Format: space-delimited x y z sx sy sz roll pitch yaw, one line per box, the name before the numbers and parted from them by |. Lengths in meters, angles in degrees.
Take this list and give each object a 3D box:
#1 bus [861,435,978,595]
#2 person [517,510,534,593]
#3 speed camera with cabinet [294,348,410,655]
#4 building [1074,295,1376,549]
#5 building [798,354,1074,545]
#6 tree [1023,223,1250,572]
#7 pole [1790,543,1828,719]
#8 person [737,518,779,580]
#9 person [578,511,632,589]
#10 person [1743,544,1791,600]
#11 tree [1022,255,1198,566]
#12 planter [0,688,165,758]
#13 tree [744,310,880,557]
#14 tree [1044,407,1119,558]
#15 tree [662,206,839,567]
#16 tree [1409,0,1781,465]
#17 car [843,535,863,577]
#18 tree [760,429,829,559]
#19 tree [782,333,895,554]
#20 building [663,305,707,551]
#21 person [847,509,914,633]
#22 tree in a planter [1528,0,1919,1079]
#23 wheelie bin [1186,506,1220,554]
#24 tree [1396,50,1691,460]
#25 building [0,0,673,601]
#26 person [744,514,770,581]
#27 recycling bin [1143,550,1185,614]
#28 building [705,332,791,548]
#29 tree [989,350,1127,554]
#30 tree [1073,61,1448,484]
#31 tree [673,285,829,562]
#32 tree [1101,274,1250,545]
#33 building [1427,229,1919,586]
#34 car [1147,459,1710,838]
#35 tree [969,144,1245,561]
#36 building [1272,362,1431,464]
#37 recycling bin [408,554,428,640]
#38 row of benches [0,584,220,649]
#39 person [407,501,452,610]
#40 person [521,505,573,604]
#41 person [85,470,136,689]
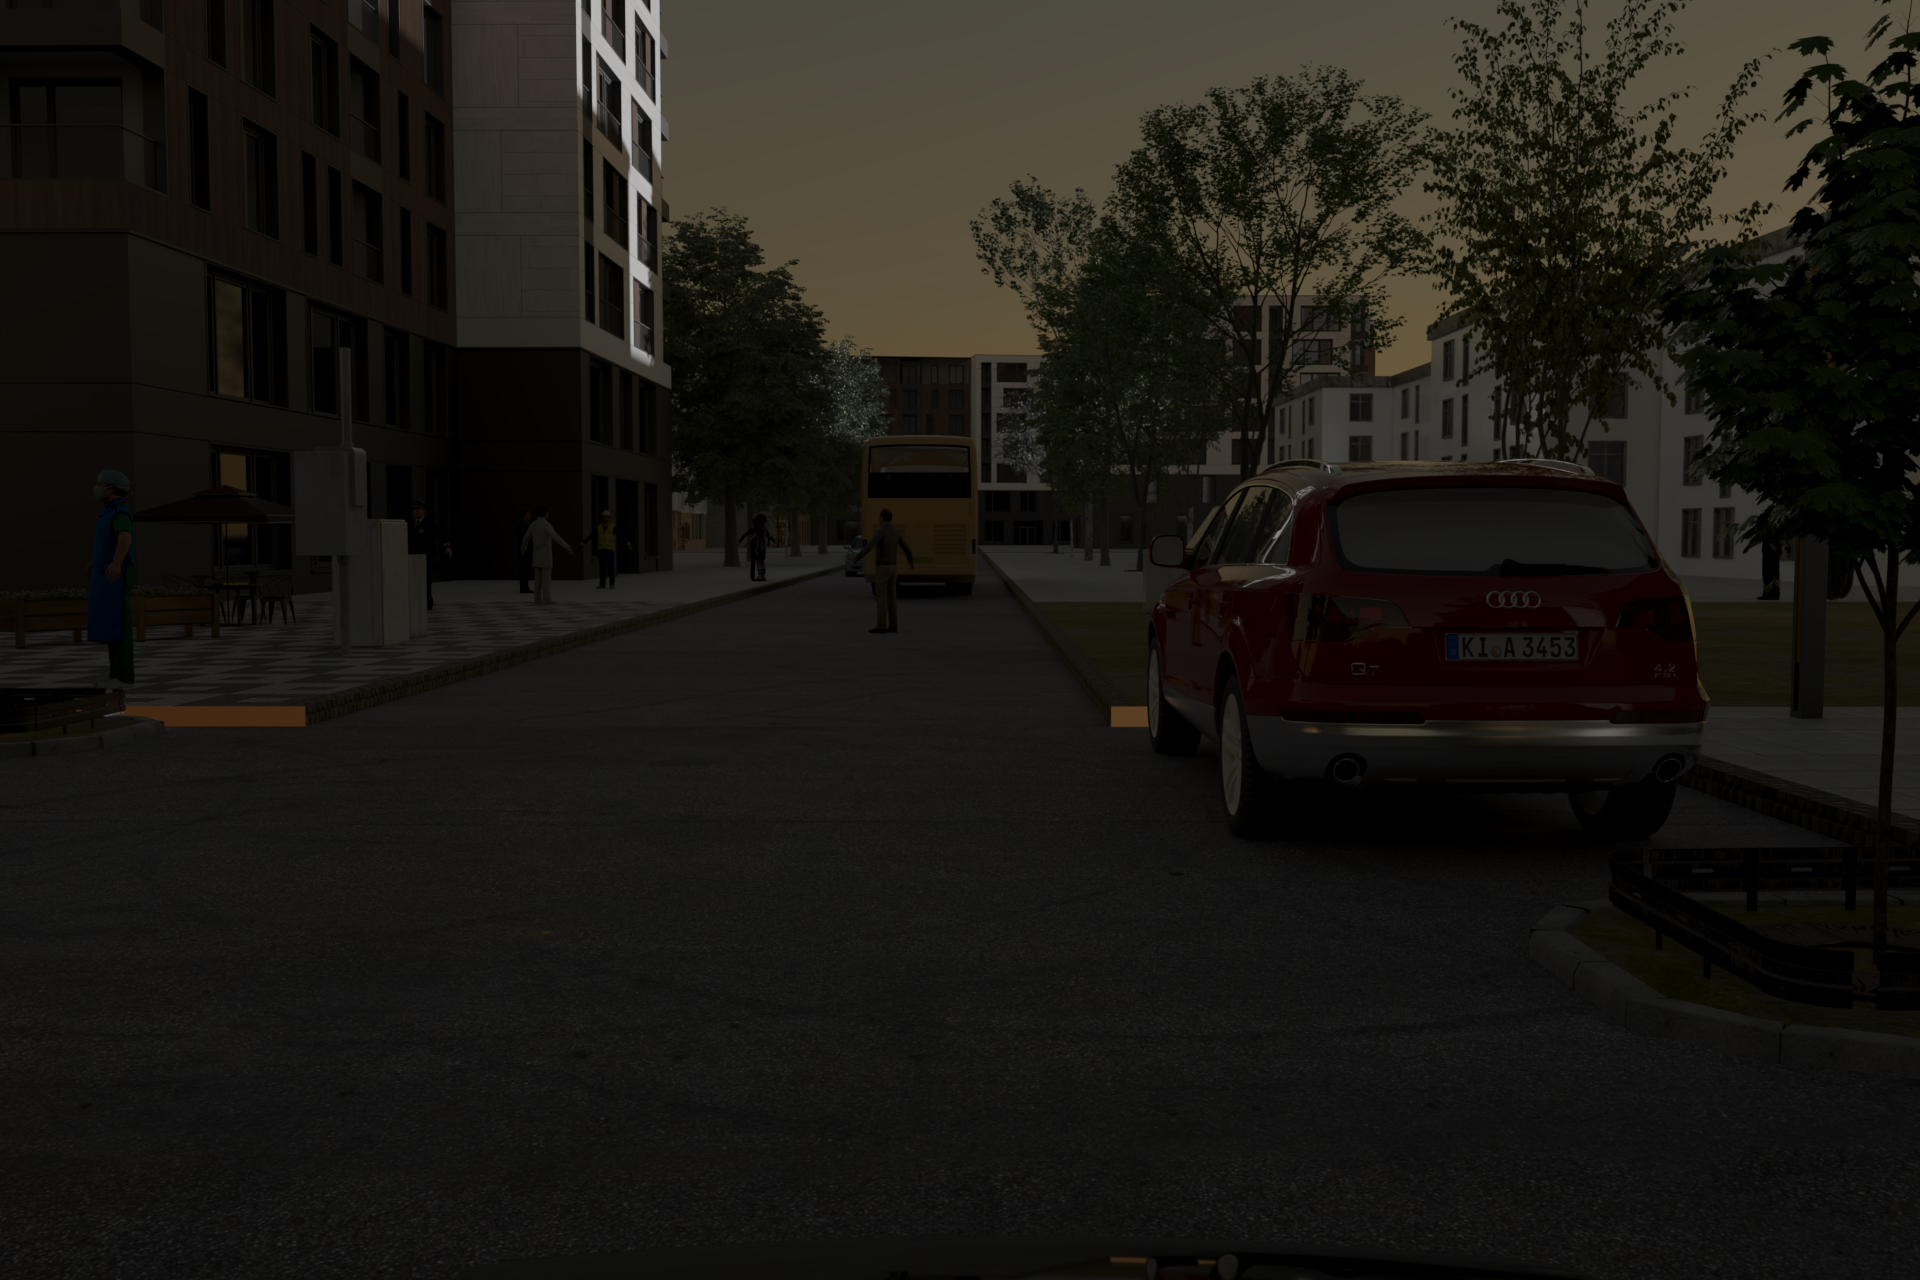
bus | -0.901 -3.175 43.454 2.896 3.916 12.252 0 4 0
person | -9.425 -1.921 37.633 0.704 1.802 1.346 -2 4 -26
speed camera with cabinet | -6.720 -1.519 19.175 0.660 3.252 2.038 0 4 0
building | 24.644 -19.616 164.689 27.936 21.610 32.646 0 4 1
building | -2.556 -22.168 208.874 32.646 21.610 27.936 -1 4 -9
tree | 6.124 -8.137 58.788 9.928 11.665 9.643 0 3 0
pole | 5.915 -1.111 12.002 0.158 3.312 0.155 0 3 0
person | -5.641 -2.541 48.269 1.216 1.740 0.721 1 4 9
person | -8.343 -2.132 40.825 1.349 1.833 0.705 1 4 13
person | 15.761 -1.707 33.690 1.354 1.856 0.705 -2 4 -29
tree | 6.074 -9.246 69.301 7.486 12.596 7.792 0 3 0
planter | -6.715 0.561 11.969 1.991 0.319 1.994 0 4 0
tree | -9.350 -11.698 97.923 9.857 13.997 8.962 0 3 0
tree | 5.936 -8.786 94.014 4.360 8.622 3.978 0 3 0
tree | -8.943 -9.855 67.784 9.857 13.997 8.962 0 3 0
tree | 7.806 -4.369 21.801 4.737 8.622 4.395 0 3 0
car | -2.985 -2.916 59.674 2.014 1.417 4.499 0 4 0
tree | -8.863 -8.390 87.541 4.360 8.622 3.978 0 3 0
tree | -8.888 -12.479 110.691 9.857 13.997 8.962 0 3 0
building | -26.375 -16.905 132.812 16.016 20.090 11.380 0 4 0
person | -1.092 -1.001 25.099 0.705 1.796 1.348 3 5 42
tree in a planter | 2.924 -0.500 5.403 1.991 3.239 1.994 0 3 0
wheelie bin | 2.895 -0.703 19.400 0.693 1.594 0.980 0 4 -1
tree | 9.056 -4.705 27.293 4.737 8.622 4.395 0 3 0
building | -24.342 -12.307 45.199 27.936 21.610 32.646 0 4 1
person | -5.434 -2.496 46.947 0.704 1.843 1.345 1 4 22
recycling bin | 3.345 -0.944 27.996 0.722 1.027 0.722 0 4 1
building | -26.297 -20.566 167.182 19.493 23.208 18.063 0 3 0
tree | 6.357 -12.382 112.822 12.009 13.543 11.850 0 3 0
tree | 6.509 -6.886 38.342 9.928 11.665 9.643 0 3 0
tree | -10.066 -9.880 79.661 7.486 12.596 7.792 0 3 0
tree | 6.503 -5.975 48.061 4.360 8.622 3.978 0 3 0
building | 23.321 -6.965 56.029 9.099 9.664 28.070 0 4 0
car | 2.275 -0.064 9.716 2.281 1.827 5.304 0 4 0
tree | 7.574 -13.856 82.439 12.611 20.169 13.585 0 3 0
building | 23.667 -9.179 92.218 9.099 9.664 28.070 0 3 0
recycling bin | -7.016 -0.536 21.313 0.722 1.027 0.722 0 4 -1
row of benches | -10.523 -0.268 19.845 1.422 0.672 4.104 2 4 33
person | -9.102 -1.421 29.166 1.347 1.837 0.705 1 4 18
person | -7.662 -1.573 31.901 1.347 1.806 0.705 2 4 35
person | -7.083 -0.509 14.449 0.704 1.817 1.347 -2 4 -34
